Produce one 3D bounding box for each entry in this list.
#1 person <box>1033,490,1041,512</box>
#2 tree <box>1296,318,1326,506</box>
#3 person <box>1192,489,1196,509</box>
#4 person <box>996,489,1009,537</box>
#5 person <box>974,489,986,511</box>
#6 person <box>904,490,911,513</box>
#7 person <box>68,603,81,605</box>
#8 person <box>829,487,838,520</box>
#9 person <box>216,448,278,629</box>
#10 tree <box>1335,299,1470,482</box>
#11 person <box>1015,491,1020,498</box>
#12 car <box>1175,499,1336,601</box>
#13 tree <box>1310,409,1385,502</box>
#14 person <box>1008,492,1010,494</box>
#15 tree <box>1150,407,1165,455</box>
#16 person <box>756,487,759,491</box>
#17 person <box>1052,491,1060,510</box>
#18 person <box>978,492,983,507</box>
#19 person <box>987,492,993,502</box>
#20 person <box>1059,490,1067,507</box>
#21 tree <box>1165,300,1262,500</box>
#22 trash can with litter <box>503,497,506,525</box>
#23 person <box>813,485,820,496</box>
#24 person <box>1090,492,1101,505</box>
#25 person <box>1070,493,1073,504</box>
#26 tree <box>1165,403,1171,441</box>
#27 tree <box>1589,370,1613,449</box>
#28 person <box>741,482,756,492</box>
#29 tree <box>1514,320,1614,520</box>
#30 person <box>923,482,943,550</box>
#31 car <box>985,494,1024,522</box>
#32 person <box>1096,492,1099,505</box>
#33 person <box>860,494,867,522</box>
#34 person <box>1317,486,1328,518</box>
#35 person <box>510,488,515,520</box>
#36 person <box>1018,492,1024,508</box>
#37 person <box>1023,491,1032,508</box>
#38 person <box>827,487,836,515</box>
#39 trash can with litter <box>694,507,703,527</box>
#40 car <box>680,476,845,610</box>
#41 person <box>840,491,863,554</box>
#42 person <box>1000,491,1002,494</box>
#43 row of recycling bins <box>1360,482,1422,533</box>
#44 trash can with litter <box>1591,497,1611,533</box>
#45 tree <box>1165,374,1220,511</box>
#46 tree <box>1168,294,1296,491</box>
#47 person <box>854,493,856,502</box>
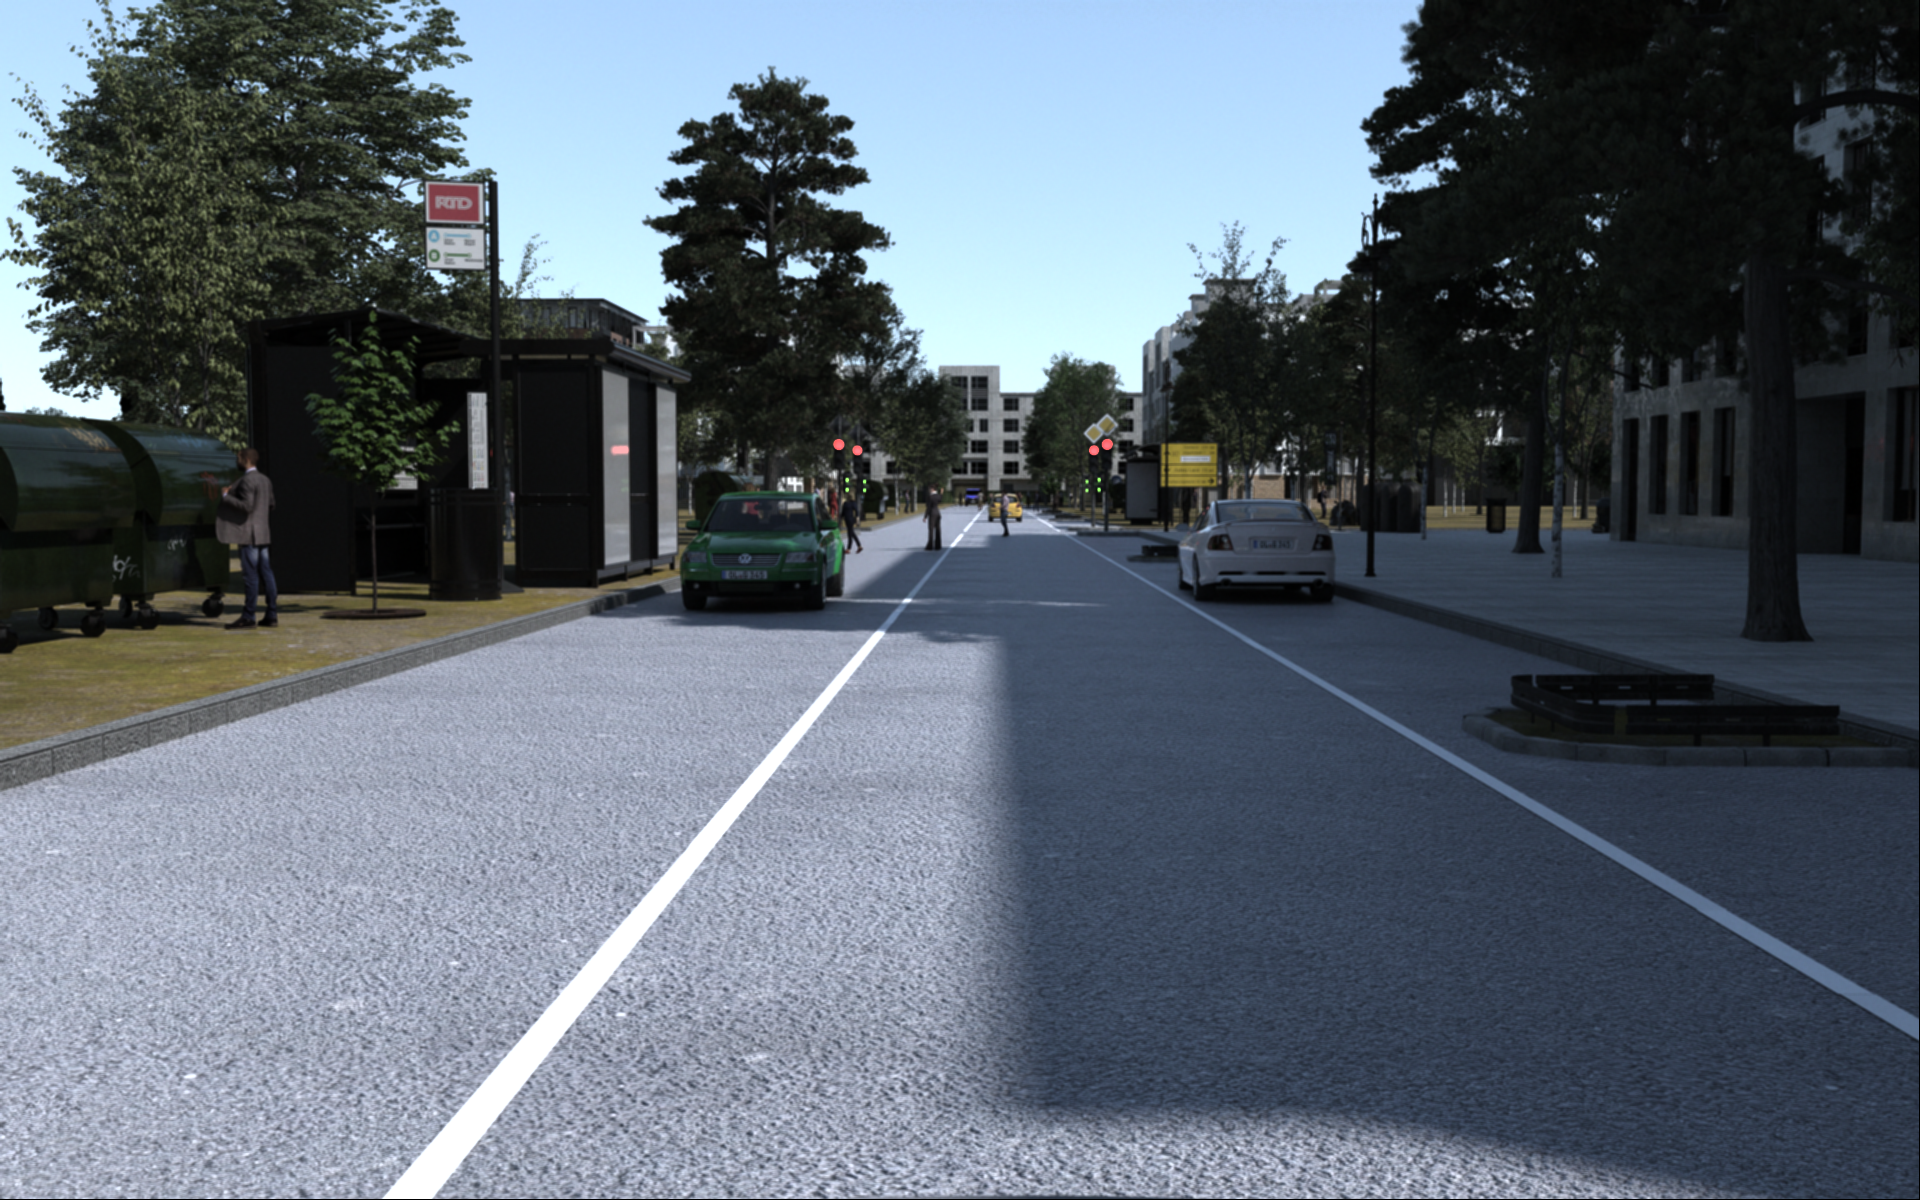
[{"bbox_3d":[6.272,-8.070,141.268,0.655,1.722,0.431,-2,4,-28],"label":"person"},{"bbox_3d":[23.730,-13.020,120.300,7.806,13.903,7.818,0,3,0],"label":"tree"},{"bbox_3d":[19.987,-8.582,147.274,0.541,1.710,0.530,2,4,25],"label":"person"},{"bbox_3d":[1.467,-2.911,58.049,0.435,1.587,0.963,1,4,10],"label":"person"},{"bbox_3d":[1.712,-8.523,147.855,1.348,1.824,0.705,-3,5,-40],"label":"person"},{"bbox_3d":[-3.492,-6.553,115.136,0.435,1.587,0.963,-1,4,-13],"label":"person"},{"bbox_3d":[-10.216,-0.720,20.026,0.471,1.553,0.569,-2,4,-26],"label":"person"},{"bbox_3d":[-6.108,-4.704,84.666,0.444,1.614,0.593,-3,4,-39],"label":"person"},{"bbox_3d":[-6.824,-0.593,16.564,0.431,1.722,0.655,0,4,8],"label":"person"},{"bbox_3d":[21.961,-10.302,86.562,7.486,12.596,7.792,0,3,0],"label":"tree"},{"bbox_3d":[5.086,-8.878,154.370,1.217,1.743,0.721,-2,4,-32],"label":"person"},{"bbox_3d":[4.140,-0.747,24.568,2.083,1.381,4.827,0,4,3],"label":"car"},{"bbox_3d":[30.625,-12.195,133.794,7.601,10.594,8.767,0,4,5],"label":"tree"},{"bbox_3d":[6.083,-12.549,214.608,0.756,1.711,0.436,-3,5,-42],"label":"person"},{"bbox_3d":[16.327,-11.566,139.463,4.360,8.622,3.978,0,3,0],"label":"tree"},{"bbox_3d":[-13.596,-6.656,115.678,0.445,1.727,0.742,2,4,31],"label":"person"},{"bbox_3d":[6.764,-6.901,122.018,0.565,1.739,0.600,0,4,-7],"label":"person"},{"bbox_3d":[2.236,-11.041,189.466,0.683,1.767,0.568,0,4,0],"label":"person"},{"bbox_3d":[3.864,-12.731,217.358,1.217,1.736,0.721,-2,4,-25],"label":"person"},{"bbox_3d":[10.390,-10.458,177.814,1.217,1.735,0.721,2,4,26],"label":"person"},{"bbox_3d":[14.904,-10.710,97.161,6.751,12.117,7.091,0,3,0],"label":"tree"},{"bbox_3d":[-18.844,-3.612,70.442,0.624,1.170,1.055,3,4,37],"label":"trash can with litter"},{"bbox_3d":[-8.859,-6.070,105.149,0.599,1.838,0.709,-2,4,-30],"label":"person"},{"bbox_3d":[16.044,-12.201,205.543,1.348,1.822,0.705,-1,4,-17],"label":"person"},{"bbox_3d":[13.975,-12.792,218.383,0.628,1.438,0.799,-3,4,-36],"label":"person"},{"bbox_3d":[16.662,-10.275,118.356,4.360,8.622,3.978,0,3,0],"label":"tree"},{"bbox_3d":[29.472,-7.616,74.876,4.360,8.622,3.978,0,3,0],"label":"tree"},{"bbox_3d":[-3.380,-1.066,27.634,0.593,1.614,0.444,-3,4,-37],"label":"person"},{"bbox_3d":[31.364,-9.838,86.604,9.928,11.665,9.643,0,3,0],"label":"tree"},{"bbox_3d":[-0.669,-2.133,44.180,0.445,1.727,0.742,1,4,11],"label":"person"},{"bbox_3d":[2.337,-4.908,90.467,2.015,1.641,3.980,0,4,0],"label":"car"},{"bbox_3d":[16.602,-12.412,209.904,0.541,1.710,0.530,0,4,-7],"label":"person"},{"bbox_3d":[-4.644,-4.441,80.866,0.429,1.552,0.499,1,4,20],"label":"person"},{"bbox_3d":[19.412,-5.254,92.760,0.431,1.722,0.655,-1,4,-17],"label":"person"},{"bbox_3d":[-21.934,-4.682,84.558,0.963,1.587,0.435,-2,4,-34],"label":"person"},{"bbox_3d":[5.619,-9.273,161.589,0.593,1.643,0.415,-1,4,-10],"label":"person"},{"bbox_3d":[7.026,-10.412,179.465,1.217,1.736,0.721,-3,4,-37],"label":"person"},{"bbox_3d":[-8.053,-6.219,108.409,0.565,1.739,0.600,-1,4,-10],"label":"person"},{"bbox_3d":[-8.794,-3.010,60.600,1.055,1.170,0.624,3,4,38],"label":"trash can with litter"},{"bbox_3d":[-2.535,-0.860,22.862,1.959,1.807,4.718,0,4,1],"label":"car"},{"bbox_3d":[-2.611,-1.878,41.741,0.480,1.512,0.613,2,4,28],"label":"person"},{"bbox_3d":[4.902,-11.917,203.441,1.348,1.812,0.705,1,4,9],"label":"person"},{"bbox_3d":[14.591,-3.154,58.689,1.069,1.692,3.534,-1,4,-12],"label":"row of recycling bins"},{"bbox_3d":[21.124,-2.778,56.809,0.624,1.170,1.055,3,4,36],"label":"trash can with litter"},{"bbox_3d":[18.748,-12.570,131.271,9.928,11.665,9.643,0,3,0],"label":"tree"},{"bbox_3d":[17.007,-12.365,109.586,7.806,13.903,7.818,0,3,0],"label":"tree"},{"bbox_3d":[-10.761,-10.628,179.952,0.705,1.807,1.348,-2,4,-34],"label":"person"}]
